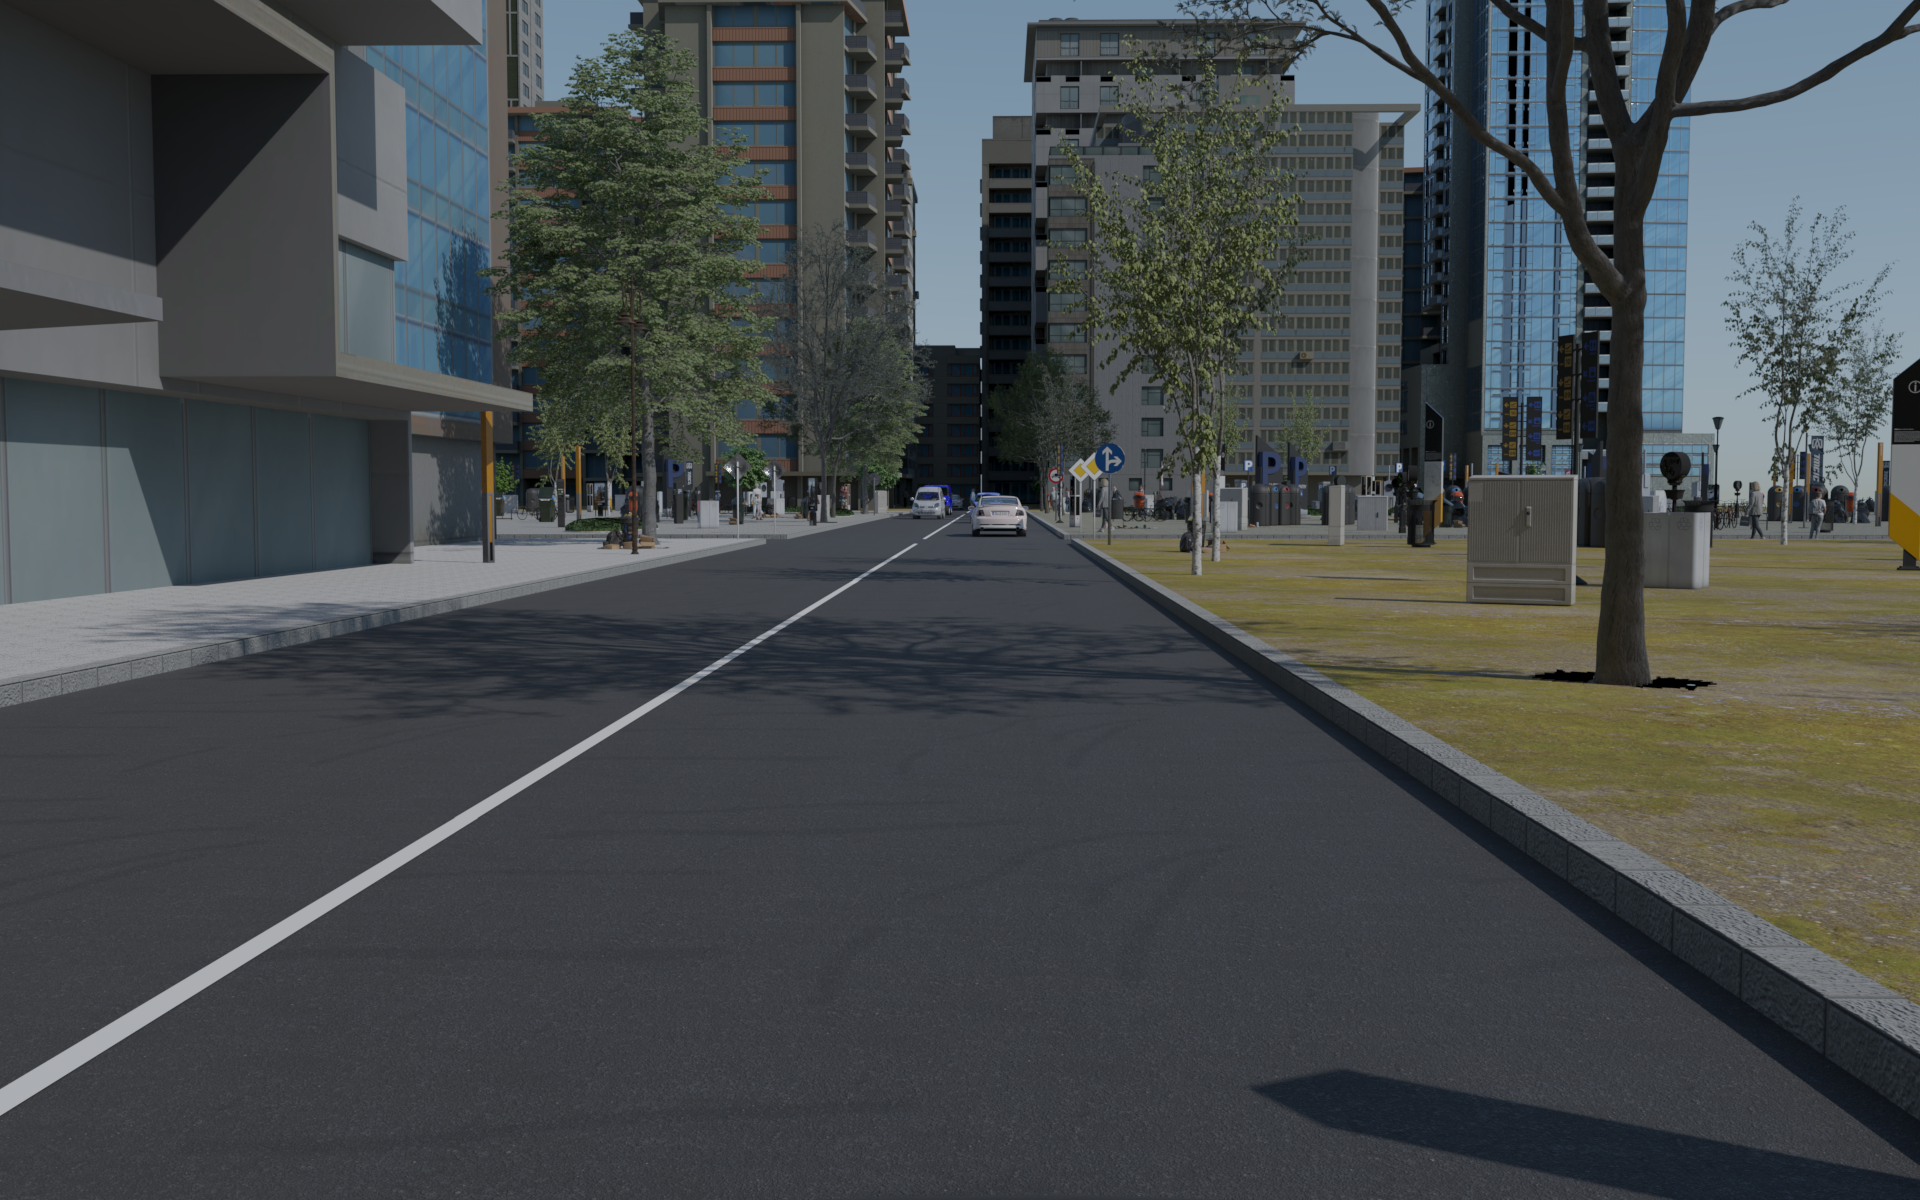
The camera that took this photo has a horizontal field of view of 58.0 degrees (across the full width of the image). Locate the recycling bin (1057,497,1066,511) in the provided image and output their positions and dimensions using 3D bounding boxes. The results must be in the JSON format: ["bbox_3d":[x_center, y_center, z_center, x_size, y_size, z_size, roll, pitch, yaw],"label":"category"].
[{"bbox_3d":[7.763,-7.151,129.479,0.722,1.027,0.722,-2,4,-34],"label":"recycling bin"}]

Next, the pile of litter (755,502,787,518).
[{"bbox_3d":[-10.343,-4.918,94.368,1.719,0.858,1.176,1,4,16],"label":"pile of litter"}]

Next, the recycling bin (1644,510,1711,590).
[{"bbox_3d":[9.803,-0.683,23.714,0.722,1.027,0.722,3,4,37],"label":"recycling bin"}]

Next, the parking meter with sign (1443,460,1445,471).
[{"bbox_3d":[24.704,-5.720,89.785,0.543,3.016,1.738,0,4,6],"label":"parking meter with sign"}]

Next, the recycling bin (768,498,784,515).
[{"bbox_3d":[-11.099,-5.635,104.693,0.722,1.027,0.722,3,5,41],"label":"recycling bin"}]

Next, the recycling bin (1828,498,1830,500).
[{"bbox_3d":[52.606,-5.637,104.722,0.722,1.027,0.722,1,4,22],"label":"recycling bin"}]

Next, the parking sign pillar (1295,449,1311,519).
[{"bbox_3d":[17.638,-6.240,90.496,1.447,3.967,1.447,-3,5,-45],"label":"parking sign pillar"}]

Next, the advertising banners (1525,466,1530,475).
[{"bbox_3d":[34.558,-6.801,107.391,0.090,3.025,2.074,-3,5,-44],"label":"advertising banners"}]

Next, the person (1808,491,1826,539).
[{"bbox_3d":[25.986,-2.538,52.596,0.503,1.515,0.523,0,4,4],"label":"person"}]

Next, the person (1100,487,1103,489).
[{"bbox_3d":[11.039,-7.934,135.402,1.348,1.869,0.705,1,4,12],"label":"person"}]

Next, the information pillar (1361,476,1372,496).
[{"bbox_3d":[16.281,-3.970,69.406,0.304,2.012,0.304,-2,4,-29],"label":"information pillar"}]

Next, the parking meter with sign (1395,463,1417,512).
[{"bbox_3d":[25.068,-6.129,96.466,0.543,3.016,1.738,-3,4,-36],"label":"parking meter with sign"}]

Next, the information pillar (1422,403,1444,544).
[{"bbox_3d":[12.085,-3.234,44.238,0.504,3.616,0.183,3,5,40],"label":"information pillar"}]

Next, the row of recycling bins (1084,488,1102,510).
[{"bbox_3d":[9.859,-7.197,124.777,1.069,1.692,3.534,-1,4,-17],"label":"row of recycling bins"}]

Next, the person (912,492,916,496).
[{"bbox_3d":[-5.847,-12.419,209.048,1.348,1.831,0.705,0,4,5],"label":"person"}]

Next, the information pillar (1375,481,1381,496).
[{"bbox_3d":[22.767,-5.496,94.355,0.304,2.012,0.304,1,4,17],"label":"information pillar"}]

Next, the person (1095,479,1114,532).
[{"bbox_3d":[4.827,-3.163,57.948,0.728,1.800,0.709,2,4,34],"label":"person"}]

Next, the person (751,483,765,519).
[{"bbox_3d":[-10.431,-5.098,89.278,0.818,1.842,0.514,1,4,23],"label":"person"}]

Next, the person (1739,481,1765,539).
[{"bbox_3d":[22.848,-2.515,49.810,0.709,1.800,0.728,-2,4,-32],"label":"person"}]

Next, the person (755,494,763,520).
[{"bbox_3d":[-9.875,-4.578,85.168,0.394,1.301,0.425,1,4,19],"label":"person"}]

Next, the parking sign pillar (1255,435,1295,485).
[{"bbox_3d":[14.184,-5.568,79.502,1.447,3.967,1.447,-2,4,-29],"label":"parking sign pillar"}]

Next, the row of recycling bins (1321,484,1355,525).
[{"bbox_3d":[15.865,-3.993,72.393,1.069,1.692,3.534,1,4,23],"label":"row of recycling bins"}]

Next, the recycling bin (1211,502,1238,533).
[{"bbox_3d":[8.814,-2.766,57.782,0.722,1.027,0.722,0,4,-8],"label":"recycling bin"}]

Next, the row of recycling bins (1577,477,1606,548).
[{"bbox_3d":[15.707,-2.179,42.733,1.069,1.692,3.534,1,4,8],"label":"row of recycling bins"}]

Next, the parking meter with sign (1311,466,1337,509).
[{"bbox_3d":[22.352,-6.741,106.478,1.738,3.016,0.543,-3,4,-37],"label":"parking meter with sign"}]

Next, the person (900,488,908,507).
[{"bbox_3d":[-5.333,-9.844,167.000,0.705,1.823,1.348,-2,4,-32],"label":"person"}]

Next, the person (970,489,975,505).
[{"bbox_3d":[0.890,-6.703,118.362,0.793,1.790,0.793,-1,4,-23],"label":"person"}]

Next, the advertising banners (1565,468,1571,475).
[{"bbox_3d":[40.608,-7.437,117.783,2.074,3.025,0.090,0,4,-7],"label":"advertising banners"}]

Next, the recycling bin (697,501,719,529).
[{"bbox_3d":[-9.434,-3.200,64.872,0.722,1.027,0.722,-1,4,-15],"label":"recycling bin"}]

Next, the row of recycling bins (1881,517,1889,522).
[{"bbox_3d":[44.801,-4.509,80.843,3.534,1.692,1.069,0,4,4],"label":"row of recycling bins"}]

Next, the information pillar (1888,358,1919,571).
[{"bbox_3d":[15.873,-2.303,29.016,0.504,3.616,0.183,1,4,16],"label":"information pillar"}]

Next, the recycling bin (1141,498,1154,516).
[{"bbox_3d":[11.209,-5.547,103.254,0.722,1.027,0.722,-2,4,-34],"label":"recycling bin"}]

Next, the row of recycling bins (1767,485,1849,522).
[{"bbox_3d":[39.496,-4.502,80.714,3.534,1.692,1.069,3,4,37],"label":"row of recycling bins"}]

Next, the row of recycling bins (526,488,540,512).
[{"bbox_3d":[-30.722,-7.248,125.623,1.069,1.692,3.534,0,4,-3],"label":"row of recycling bins"}]

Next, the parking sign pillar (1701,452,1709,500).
[{"bbox_3d":[48.128,-7.552,111.942,1.447,3.967,1.447,2,4,25],"label":"parking sign pillar"}]

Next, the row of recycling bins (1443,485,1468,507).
[{"bbox_3d":[31.164,-5.960,104.559,3.534,1.692,1.069,3,4,39],"label":"row of recycling bins"}]

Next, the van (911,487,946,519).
[{"bbox_3d":[-1.797,-5.668,99.689,2.013,2.044,4.112,0,4,3],"label":"van"}]

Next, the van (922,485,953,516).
[{"bbox_3d":[-1.555,-6.890,117.040,2.240,2.365,5.245,0,4,2],"label":"van"}]

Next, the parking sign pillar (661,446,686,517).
[{"bbox_3d":[-16.014,-6.640,97.029,1.447,3.967,1.447,3,5,45],"label":"parking sign pillar"}]

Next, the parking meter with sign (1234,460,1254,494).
[{"bbox_3d":[14.601,-5.731,89.964,0.543,3.016,1.738,-1,4,-16],"label":"parking meter with sign"}]

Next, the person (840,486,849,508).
[{"bbox_3d":[-7.715,-6.671,115.096,0.573,1.828,0.580,2,4,31],"label":"person"}]

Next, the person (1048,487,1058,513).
[{"bbox_3d":[6.309,-6.810,117.865,0.782,1.767,0.515,0,4,4],"label":"person"}]

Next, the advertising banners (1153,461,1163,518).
[{"bbox_3d":[10.446,-5.801,91.041,0.090,3.025,2.074,1,4,21],"label":"advertising banners"}]

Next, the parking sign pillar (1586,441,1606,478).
[{"bbox_3d":[32.707,-6.126,88.629,1.447,3.967,1.447,0,4,1],"label":"parking sign pillar"}]

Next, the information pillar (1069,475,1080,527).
[{"bbox_3d":[4.425,-3.807,66.732,0.304,2.012,0.304,3,5,45],"label":"information pillar"}]

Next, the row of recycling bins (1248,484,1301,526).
[{"bbox_3d":[12.753,-3.870,70.381,1.069,1.692,3.534,3,4,38],"label":"row of recycling bins"}]

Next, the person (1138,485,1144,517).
[{"bbox_3d":[9.869,-5.423,94.887,0.511,1.800,0.466,3,4,36],"label":"person"}]

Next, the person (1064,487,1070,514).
[{"bbox_3d":[6.991,-6.509,113.052,0.643,1.750,0.593,-2,4,-32],"label":"person"}]

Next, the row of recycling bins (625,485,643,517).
[{"bbox_3d":[-15.551,-4.670,83.464,1.069,1.692,3.534,0,4,-7],"label":"row of recycling bins"}]

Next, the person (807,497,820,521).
[{"bbox_3d":[-6.865,-4.583,81.075,0.616,1.811,0.778,2,4,23],"label":"person"}]

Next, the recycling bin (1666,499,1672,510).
[{"bbox_3d":[36.867,-4.773,90.586,0.722,1.027,0.722,1,4,19],"label":"recycling bin"}]

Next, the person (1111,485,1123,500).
[{"bbox_3d":[9.565,-6.166,106.633,0.755,1.850,0.659,-2,4,-34],"label":"person"}]

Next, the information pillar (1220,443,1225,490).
[{"bbox_3d":[11.945,-5.374,79.212,0.504,3.616,0.183,-3,5,-43],"label":"information pillar"}]
